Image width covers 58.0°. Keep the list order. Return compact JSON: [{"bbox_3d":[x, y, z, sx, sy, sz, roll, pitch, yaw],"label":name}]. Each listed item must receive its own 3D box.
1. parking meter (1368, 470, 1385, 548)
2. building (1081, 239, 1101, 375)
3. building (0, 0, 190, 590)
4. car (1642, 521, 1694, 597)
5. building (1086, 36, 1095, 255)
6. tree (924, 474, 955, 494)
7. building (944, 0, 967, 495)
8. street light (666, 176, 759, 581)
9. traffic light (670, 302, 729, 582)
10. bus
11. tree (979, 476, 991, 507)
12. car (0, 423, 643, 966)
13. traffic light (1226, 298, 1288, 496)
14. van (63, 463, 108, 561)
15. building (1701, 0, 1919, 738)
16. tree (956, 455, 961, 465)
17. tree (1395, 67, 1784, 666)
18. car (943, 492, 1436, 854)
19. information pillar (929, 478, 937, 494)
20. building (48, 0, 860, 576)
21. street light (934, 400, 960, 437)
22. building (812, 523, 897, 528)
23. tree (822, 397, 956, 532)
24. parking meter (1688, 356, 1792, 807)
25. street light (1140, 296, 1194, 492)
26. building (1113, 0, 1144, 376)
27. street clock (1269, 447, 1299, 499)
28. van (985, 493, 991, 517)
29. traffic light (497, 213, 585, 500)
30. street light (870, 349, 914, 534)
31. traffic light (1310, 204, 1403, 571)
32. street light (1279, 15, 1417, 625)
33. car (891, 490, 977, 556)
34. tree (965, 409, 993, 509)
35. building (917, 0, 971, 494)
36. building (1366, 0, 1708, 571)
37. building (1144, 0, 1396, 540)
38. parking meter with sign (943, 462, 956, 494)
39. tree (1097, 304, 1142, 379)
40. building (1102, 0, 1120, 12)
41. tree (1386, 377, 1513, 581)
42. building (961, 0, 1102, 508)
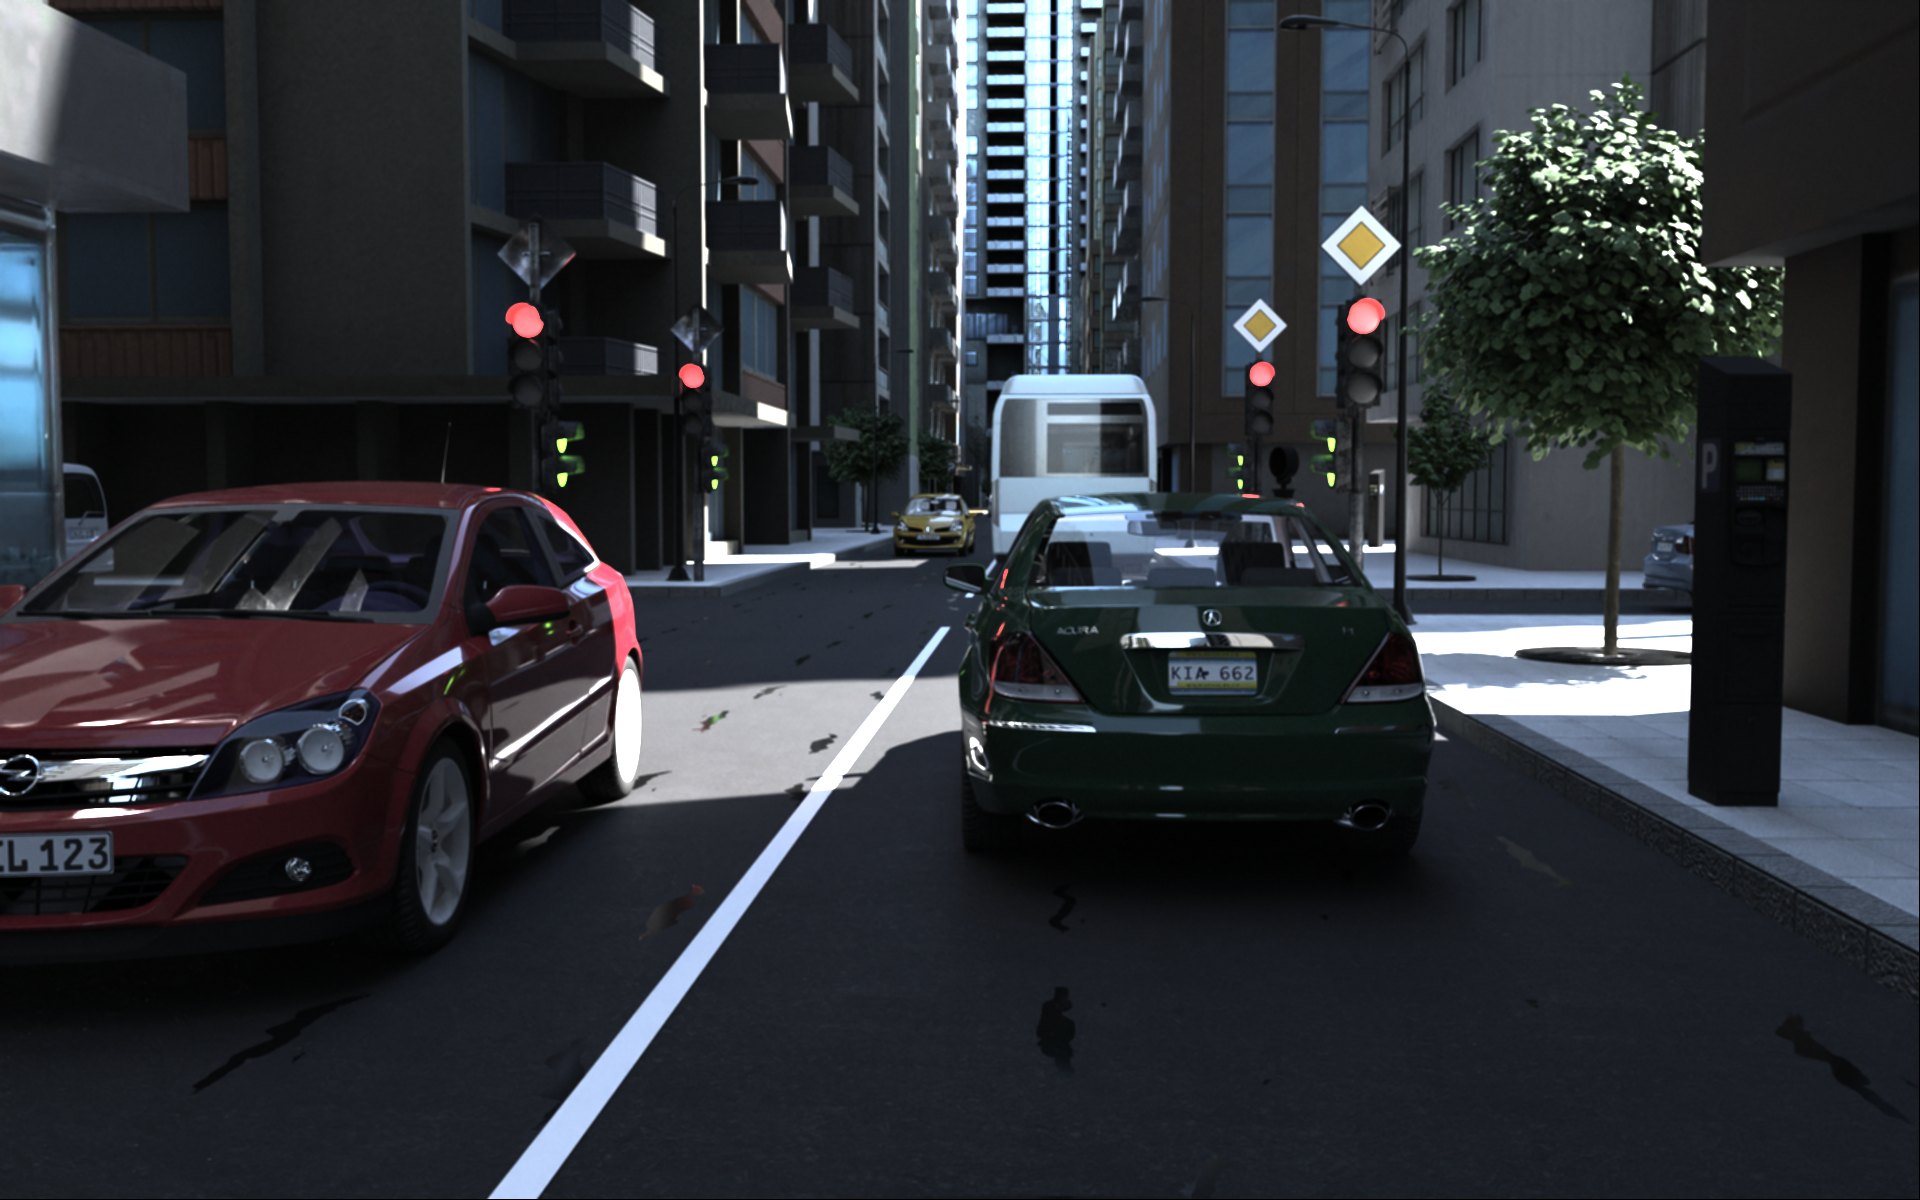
[{"bbox_3d":[9.950,-2.183,41.402,0.255,1.863,0.399,3,4,37],"label":"parking meter"},{"bbox_3d":[23.281,-17.523,131.533,27.650,21.520,28.899,0,4,3],"label":"building"},{"bbox_3d":[-20.683,-23.521,4.174,30.456,49.044,23.786,0,4,3],"label":"building"},{"bbox_3d":[10.747,-0.555,21.072,4.499,1.417,2.014,0,4,4],"label":"car"},{"bbox_3d":[19.209,-31.628,167.224,14.600,45.320,14.200,0,4,3],"label":"building"},{"bbox_3d":[-1.113,-5.839,90.072,1.663,3.219,1.824,0,3,0],"label":"tree"},{"bbox_3d":[-6.788,-29.890,138.805,14.600,45.320,14.200,0,4,3],"label":"building"},{"bbox_3d":[-3.632,-3.237,25.460,1.470,5.913,1.316,0,4,3],"label":"street light"},{"bbox_3d":[-3.823,-2.227,25.340,0.839,4.253,0.868,0,4,3],"label":"traffic light"},{"bbox_3d":[2.150,-2.354,33.350,2.948,3.499,13.247,0,4,3],"label":"bus"},{"bbox_3d":[3.218,-10.950,173.638,1.663,3.219,1.824,0,3,0],"label":"tree"},{"bbox_3d":[-2.474,0.140,6.758,2.155,1.783,4.494,0,4,1],"label":"car"},{"bbox_3d":[4.278,-2.204,24.951,0.839,4.253,0.868,0,4,3],"label":"traffic light"},{"bbox_3d":[-13.537,-0.977,22.983,4.112,2.044,2.013,0,4,5],"label":"van"},{"bbox_3d":[11.184,-21.536,2.228,14.600,45.320,14.200,0,4,3],"label":"building"},{"bbox_3d":[-1.676,-5.978,81.450,4.285,4.588,4.351,0,3,0],"label":"tree"},{"bbox_3d":[5.114,-1.814,13.372,4.285,4.588,4.351,0,3,0],"label":"tree"},{"bbox_3d":[0.956,0.211,8.346,2.131,1.459,4.920,0,4,2],"label":"car"},{"bbox_3d":[-1.227,-4.519,78.385,0.304,2.012,0.304,1,4,11],"label":"information pillar"},{"bbox_3d":[-14.124,-23.493,38.742,22.147,44.769,28.867,0,4,3],"label":"building"},{"bbox_3d":[-0.723,-6.902,85.390,1.470,5.913,1.316,0,4,3],"label":"street light"},{"bbox_3d":[-9.143,-23.515,68.059,14.154,41.232,14.086,0,4,3],"label":"building"},{"bbox_3d":[-3.214,-4.593,58.817,4.285,4.588,4.351,0,3,0],"label":"tree"},{"bbox_3d":[3.235,-0.091,7.195,0.255,1.863,0.399,0,4,2],"label":"parking meter"},{"bbox_3d":[4.918,-4.175,40.805,1.470,5.913,1.316,0,4,3],"label":"street light"},{"bbox_3d":[18.898,-28.377,83.571,23.786,49.044,30.456,0,4,3],"label":"building"},{"bbox_3d":[4.940,-1.339,26.460,0.358,2.002,0.471,-2,4,-25],"label":"street clock"},{"bbox_3d":[2.636,-6.302,110.044,2.013,2.044,4.112,0,4,2],"label":"van"},{"bbox_3d":[-4.223,-1.740,17.365,0.839,4.253,0.868,0,4,3],"label":"traffic light"},{"bbox_3d":[-2.183,-5.078,55.563,1.470,5.913,1.316,0,4,3],"label":"street light"},{"bbox_3d":[3.878,-1.716,16.976,0.839,4.253,0.868,0,4,3],"label":"traffic light"},{"bbox_3d":[3.800,-2.717,16.967,1.470,5.913,1.316,0,4,3],"label":"street light"},{"bbox_3d":[-0.574,-1.889,41.102,2.015,1.641,3.980,0,4,4],"label":"car"},{"bbox_3d":[2.067,-12.286,151.235,4.360,8.622,3.978,0,3,0],"label":"tree"},{"bbox_3d":[-11.477,-30.351,115.851,23.786,49.044,30.456,0,4,3],"label":"building"},{"bbox_3d":[15.643,-21.227,30.648,14.086,41.232,14.154,0,4,3],"label":"building"},{"bbox_3d":[13.039,-24.682,53.668,14.600,45.320,14.200,0,4,3],"label":"building"},{"bbox_3d":[-0.724,-6.101,96.010,0.543,3.016,1.738,-1,4,-15],"label":"parking meter with sign"},{"bbox_3d":[7.176,-7.084,66.184,4.360,8.622,3.978,0,3,0],"label":"tree"},{"bbox_3d":[15.915,-26.063,109.719,14.154,41.232,14.086,0,4,3],"label":"building"},{"bbox_3d":[7.128,-1.918,25.962,1.663,3.219,1.824,0,3,0],"label":"tree"},{"bbox_3d":[8.262,-53.825,192.715,31.000,86.520,22.319,0,4,3],"label":"building"}]
